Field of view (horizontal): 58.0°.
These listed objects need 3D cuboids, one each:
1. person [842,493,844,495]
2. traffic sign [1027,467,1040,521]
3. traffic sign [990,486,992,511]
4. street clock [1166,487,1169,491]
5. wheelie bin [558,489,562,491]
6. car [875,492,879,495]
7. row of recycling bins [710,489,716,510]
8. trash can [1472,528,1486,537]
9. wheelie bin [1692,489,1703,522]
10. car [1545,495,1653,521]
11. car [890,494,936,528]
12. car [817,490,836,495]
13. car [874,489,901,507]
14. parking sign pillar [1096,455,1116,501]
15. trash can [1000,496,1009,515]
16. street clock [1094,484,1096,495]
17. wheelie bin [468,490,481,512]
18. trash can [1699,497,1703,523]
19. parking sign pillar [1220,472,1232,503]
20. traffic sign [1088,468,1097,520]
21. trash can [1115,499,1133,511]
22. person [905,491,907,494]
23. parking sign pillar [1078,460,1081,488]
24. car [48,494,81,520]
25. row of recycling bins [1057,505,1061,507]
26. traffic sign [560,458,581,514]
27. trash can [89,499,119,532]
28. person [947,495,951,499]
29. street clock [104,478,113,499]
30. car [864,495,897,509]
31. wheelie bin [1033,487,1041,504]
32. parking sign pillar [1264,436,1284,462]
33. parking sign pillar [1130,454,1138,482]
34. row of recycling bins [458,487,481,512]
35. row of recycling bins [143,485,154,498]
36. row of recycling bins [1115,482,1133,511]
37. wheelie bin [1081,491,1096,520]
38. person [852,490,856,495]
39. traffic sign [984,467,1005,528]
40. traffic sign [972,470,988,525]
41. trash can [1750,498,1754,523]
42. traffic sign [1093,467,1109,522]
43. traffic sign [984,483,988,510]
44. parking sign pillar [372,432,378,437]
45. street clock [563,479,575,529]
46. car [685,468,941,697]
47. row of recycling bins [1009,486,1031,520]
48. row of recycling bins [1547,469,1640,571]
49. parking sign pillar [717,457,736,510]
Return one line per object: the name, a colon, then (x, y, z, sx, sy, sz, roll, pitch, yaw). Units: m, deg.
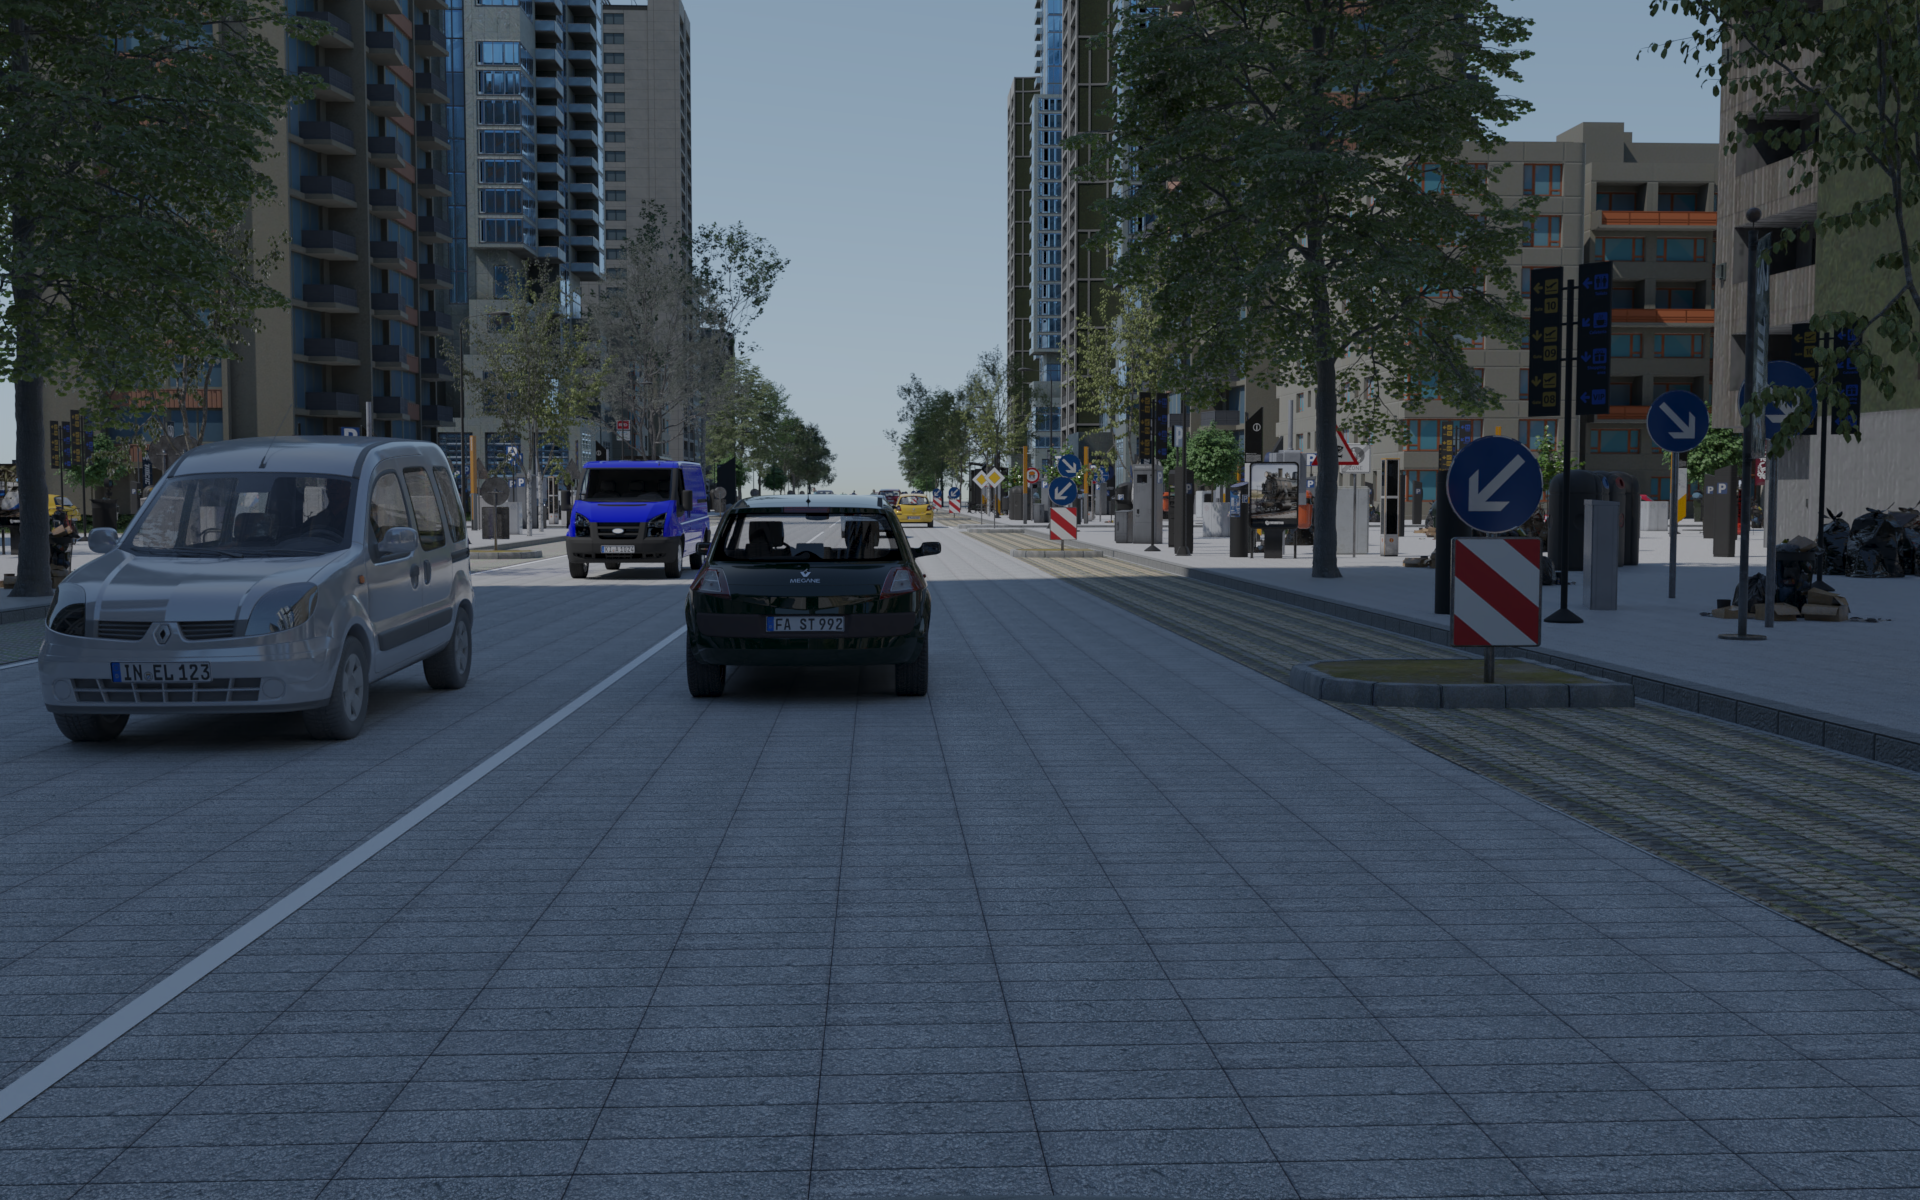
person: (-19.549, -17.189, 290.344, 0.445, 1.727, 0.742, 3, 5, 41)
traffic sign: (3.411, -5.023, 82.225, 0.768, 2.556, 0.104, 0, 4, -1)
traffic sign: (2.215, -7.614, 124.591, 0.768, 2.556, 0.104, 0, 4, -1)
street clock: (11.596, -5.560, 95.480, 0.471, 2.002, 0.358, 3, 5, 40)
wheelie bin: (-23.408, -5.686, 100.878, 0.693, 1.594, 0.980, 1, 4, 19)
car: (-14.345, -17.681, 297.759, 2.281, 1.827, 5.304, 0, 4, -3)
row of recycling bins: (-20.232, -8.110, 139.712, 3.534, 1.692, 1.069, -1, 4, -22)
trash can: (8.183, -0.915, 26.611, 0.748, 1.137, 0.748, 0, 3, 0)
wheelie bin: (34.068, -4.386, 79.627, 0.693, 1.594, 0.980, 3, 4, 36)
car: (25.630, -3.677, 69.163, 4.494, 1.783, 2.155, 0, 4, -4)
car: (-2.018, -3.942, 74.677, 2.015, 1.641, 3.980, 0, 4, -2)
car: (-12.618, -9.338, 161.349, 2.281, 1.827, 5.304, 0, 4, -1)
car: (-4.895, -6.880, 121.169, 2.281, 1.827, 5.304, 0, 4, -2)
parking sign pillar: (9.788, -7.825, 116.407, 1.447, 3.967, 1.447, -2, 4, -24)
trash can: (2.641, -5.703, 104.894, 0.748, 1.137, 0.748, 0, 3, 0)
street clock: (8.404, -6.301, 107.583, 0.471, 2.002, 0.358, 1, 4, 23)
wheelie bin: (-25.977, -5.190, 92.770, 0.693, 1.594, 0.980, -2, 4, -32)
trash can: (32.819, -3.933, 75.961, 0.748, 1.137, 0.748, 0, 3, 0)
parking sign pillar: (13.304, -6.002, 86.612, 1.447, 3.967, 1.447, 0, 4, -1)
traffic sign: (6.477, -5.155, 84.383, 0.768, 2.556, 0.104, 0, 4, -2)
trash can: (4.465, -2.094, 45.891, 0.748, 1.137, 0.748, 0, 3, 0)
person: (-5.690, -10.505, 180.976, 1.217, 1.735, 0.721, 2, 4, 24)
parking sign pillar: (8.983, -8.986, 135.389, 1.447, 3.967, 1.447, 2, 4, 29)
car: (-36.133, -3.458, 66.757, 3.980, 1.641, 2.015, 0, 4, -2)
row of recycling bins: (6.246, -6.194, 108.392, 3.534, 1.692, 1.069, 0, 4, 7)
traffic sign: (-14.071, -3.842, 62.825, 0.884, 2.594, 0.081, 0, 4, -2)
trash can: (-23.738, -2.227, 48.066, 0.748, 1.137, 0.748, 0, 3, 0)
person: (-1.351, -13.522, 229.460, 0.709, 1.838, 0.599, -1, 4, -18)
street clock: (-38.026, -4.454, 77.386, 0.358, 2.002, 0.471, 0, 4, -4)
car: (-3.089, -2.799, 57.760, 2.014, 1.417, 4.499, 0, 4, -3)
wheelie bin: (3.800, -4.393, 79.727, 0.980, 1.594, 0.693, -1, 4, -22)
parking sign pillar: (14.409, -5.576, 79.632, 1.447, 3.967, 1.447, 2, 4, 33)
parking sign pillar: (11.880, -7.812, 116.195, 1.447, 3.967, 1.447, -1, 4, -17)
row of recycling bins: (-29.551, -5.958, 104.523, 3.534, 1.692, 1.069, -2, 4, -28)
row of recycling bins: (-36.949, -4.595, 82.238, 3.534, 1.692, 1.069, 0, 4, -5)
row of recycling bins: (5.971, -3.278, 60.715, 1.069, 1.692, 3.534, 0, 4, 8)
wheelie bin: (6.450, -4.818, 86.688, 0.693, 1.594, 0.980, 1, 4, 11)
person: (-11.186, -10.730, 183.810, 0.709, 1.838, 0.599, -3, 5, -40)
traffic sign: (1.283, -3.723, 64.515, 0.795, 2.450, 0.064, 0, 4, -3)
traffic sign: (0.903, -4.211, 72.491, 0.795, 2.450, 0.064, 0, 4, -3)
trash can: (25.699, -2.774, 57.010, 0.748, 1.137, 0.748, 0, 3, 0)
traffic sign: (6.506, -4.902, 80.249, 0.768, 2.556, 0.104, 0, 4, 3)
traffic sign: (1.802, -7.595, 124.185, 0.884, 2.594, 0.081, 0, 4, 5)
parking sign pillar: (-25.163, -5.343, 75.831, 1.447, 3.967, 1.447, 1, 4, 18)
street clock: (-14.501, -3.654, 64.315, 0.358, 2.002, 0.471, 1, 4, 19)
car: (-1.132, -0.236, 13.644, 2.009, 1.686, 4.222, 0, 4, -3)
row of recycling bins: (2.963, -4.828, 86.056, 1.069, 1.692, 3.534, 0, 4, -4)
row of recycling bins: (11.054, -1.415, 30.248, 1.069, 1.692, 3.534, 2, 4, 34)
parking sign pillar: (-16.652, -8.264, 123.581, 1.447, 3.967, 1.447, 0, 4, 0)
